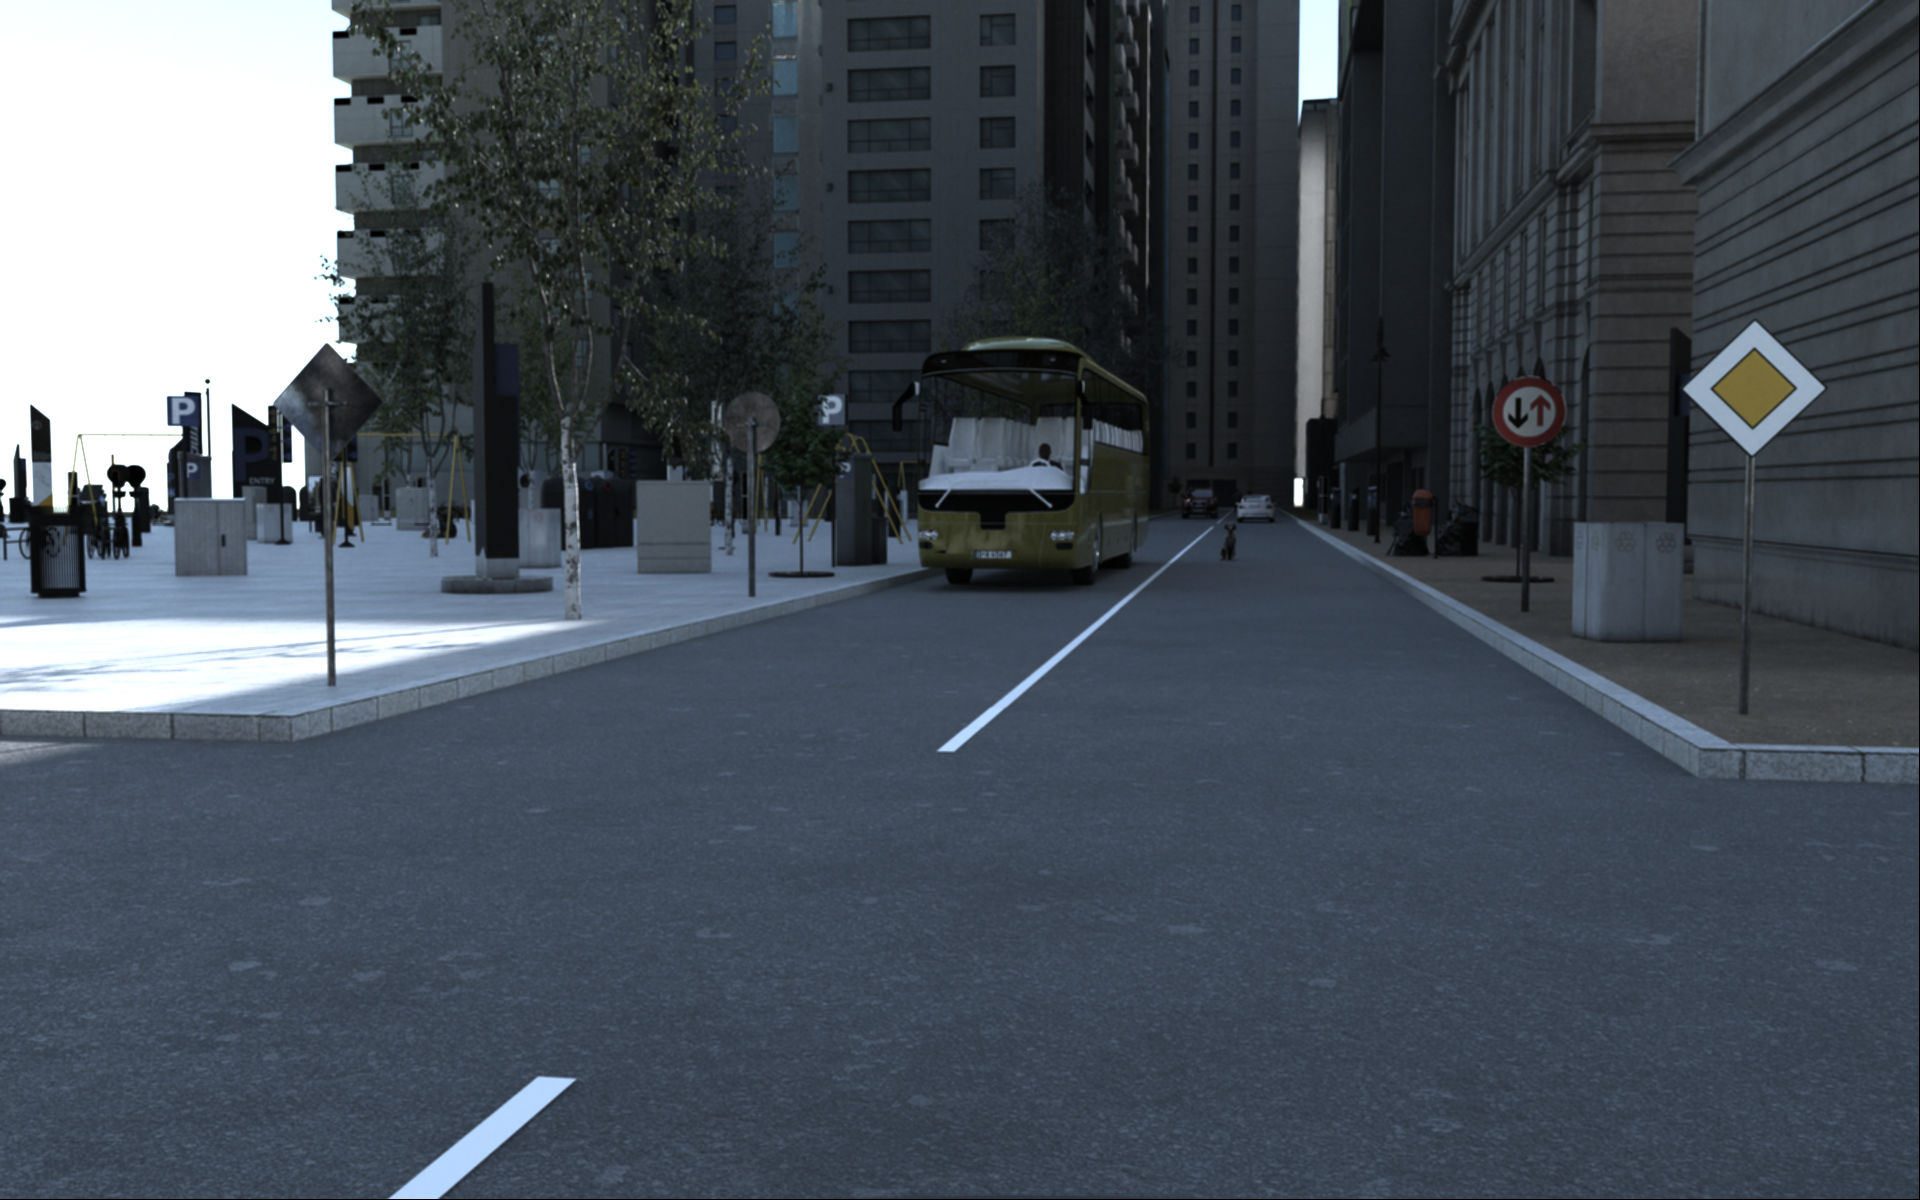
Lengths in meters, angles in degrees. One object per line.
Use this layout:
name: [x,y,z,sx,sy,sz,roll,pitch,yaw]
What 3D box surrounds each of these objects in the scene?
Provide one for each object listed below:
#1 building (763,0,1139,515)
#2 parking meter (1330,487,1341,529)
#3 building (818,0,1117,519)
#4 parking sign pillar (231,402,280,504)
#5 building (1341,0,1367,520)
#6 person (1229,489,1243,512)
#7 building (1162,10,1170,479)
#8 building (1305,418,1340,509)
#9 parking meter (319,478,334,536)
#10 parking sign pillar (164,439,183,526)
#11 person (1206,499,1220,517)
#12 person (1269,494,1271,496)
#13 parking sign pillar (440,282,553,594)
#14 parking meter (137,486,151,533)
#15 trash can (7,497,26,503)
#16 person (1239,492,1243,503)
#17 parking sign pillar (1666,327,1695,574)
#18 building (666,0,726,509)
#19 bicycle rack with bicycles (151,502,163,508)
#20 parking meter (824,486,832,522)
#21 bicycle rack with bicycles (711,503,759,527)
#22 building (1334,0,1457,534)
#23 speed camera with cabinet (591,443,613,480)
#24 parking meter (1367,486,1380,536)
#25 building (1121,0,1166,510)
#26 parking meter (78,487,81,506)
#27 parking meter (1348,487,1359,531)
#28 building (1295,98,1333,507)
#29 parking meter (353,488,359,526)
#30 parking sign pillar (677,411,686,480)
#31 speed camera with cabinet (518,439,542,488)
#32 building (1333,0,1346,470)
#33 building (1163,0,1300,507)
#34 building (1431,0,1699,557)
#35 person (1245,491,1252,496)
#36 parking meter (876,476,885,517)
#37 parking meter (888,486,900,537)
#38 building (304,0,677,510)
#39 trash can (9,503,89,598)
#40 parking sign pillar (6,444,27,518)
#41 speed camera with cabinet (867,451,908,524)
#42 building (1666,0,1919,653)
building: [0.367,-30.411,116.821,23.786,49.044,30.456,1,4,10]
parking meter: [13.952,-3.419,64.316,0.372,1.533,0.369,0,3,0]
building: [0.863,-19.704,93.867,14.160,30.474,14.107,1,4,10]
parking sign pillar: [-20.701,-3.821,50.947,1.447,3.967,1.447,-1,4,-18]
building: [27.261,-24.913,90.918,14.154,41.232,14.086,1,4,10]
person: [21.981,-7.894,137.558,1.348,1.826,0.705,-1,4,-18]
building: [11.065,-30.801,153.714,14.200,45.320,14.600,1,4,10]
building: [39.947,-50.505,138.421,22.319,86.520,31.000,1,4,10]
parking meter: [-19.321,-2.880,52.798,0.399,1.863,0.255,-1,4,-18]
parking sign pillar: [-31.096,-4.940,69.243,1.447,3.967,1.447,1,4,15]
person: [15.485,-6.065,107.677,1.348,1.822,0.705,-1,4,-16]
person: [22.971,-7.207,129.564,0.421,1.427,0.697,-2,4,-35]
parking sign pillar: [-6.125,-2.100,22.814,1.447,3.967,1.447,-1,4,-22]
parking meter: [-27.241,-3.021,57.804,0.372,1.533,0.369,0,3,0]
trash can: [-41.440,-3.942,76.113,0.748,1.137,0.748,0,3,0]
person: [24.374,-8.562,149.960,0.415,1.643,0.593,-3,5,-41]
parking sign pillar: [12.204,-2.429,28.194,1.447,3.967,1.447,-1,4,-15]
building: [-10.600,-37.391,153.337,28.212,58.520,21.231,1,4,10]
bicycle rack with bicycles: [-37.249,-4.189,81.864,2.852,0.926,2.925,0,4,7]
parking meter: [-6.126,-4.591,80.780,0.399,1.863,0.255,-2,4,-24]
bicycle rack with bicycles: [-9.530,-3.435,69.546,2.925,0.926,2.852,-3,5,-43]
building: [22.765,-15.226,68.014,14.314,24.678,30.058,1,4,10]
speed camera with cabinet: [-14.563,-4.503,67.952,2.038,3.252,0.660,2,4,30]
parking meter: [12.750,-2.753,53.422,0.372,1.533,0.369,0,3,0]
building: [8.926,-27.802,138.163,14.154,41.232,14.086,1,4,10]
parking meter: [-32.973,-3.435,64.575,0.372,1.533,0.369,0,3,0]
parking meter: [13.650,-3.159,60.065,0.372,1.533,0.369,0,3,0]
building: [40.669,-29.914,172.688,14.086,41.232,14.154,1,4,10]
parking meter: [-24.528,-3.771,70.064,0.372,1.533,0.369,0,3,0]
parking sign pillar: [-9.016,-4.088,55.306,1.447,3.967,1.447,-1,4,-15]
speed camera with cabinet: [-16.000,-4.137,61.977,2.038,3.252,0.660,1,4,14]
building: [38.157,-31.837,109.780,28.713,52.752,27.495,1,4,10]
building: [20.276,-38.924,178.403,28.212,58.520,21.231,1,4,10]
building: [19.124,-12.187,41.060,13.314,21.916,24.055,1,4,10]
person: [22.378,-7.611,134.408,0.593,1.643,0.415,1,4,9]
parking meter: [-2.635,-3.165,57.464,0.255,1.863,0.399,0,4,-5]
parking meter: [-1.963,-2.641,51.586,0.372,1.533,0.369,0,3,0]
building: [-38.731,-34.553,154.188,27.495,52.752,28.713,1,4,10]
trash can: [-11.224,-0.605,21.538,0.748,1.137,0.748,0,3,0]
parking sign pillar: [-50.474,-6.393,92.996,1.447,3.967,1.447,-3,4,-38]
speed camera with cabinet: [-3.299,-4.938,75.066,2.038,3.252,0.660,0,4,-4]
building: [17.759,-10.880,14.043,21.152,22.565,11.583,1,4,10]
